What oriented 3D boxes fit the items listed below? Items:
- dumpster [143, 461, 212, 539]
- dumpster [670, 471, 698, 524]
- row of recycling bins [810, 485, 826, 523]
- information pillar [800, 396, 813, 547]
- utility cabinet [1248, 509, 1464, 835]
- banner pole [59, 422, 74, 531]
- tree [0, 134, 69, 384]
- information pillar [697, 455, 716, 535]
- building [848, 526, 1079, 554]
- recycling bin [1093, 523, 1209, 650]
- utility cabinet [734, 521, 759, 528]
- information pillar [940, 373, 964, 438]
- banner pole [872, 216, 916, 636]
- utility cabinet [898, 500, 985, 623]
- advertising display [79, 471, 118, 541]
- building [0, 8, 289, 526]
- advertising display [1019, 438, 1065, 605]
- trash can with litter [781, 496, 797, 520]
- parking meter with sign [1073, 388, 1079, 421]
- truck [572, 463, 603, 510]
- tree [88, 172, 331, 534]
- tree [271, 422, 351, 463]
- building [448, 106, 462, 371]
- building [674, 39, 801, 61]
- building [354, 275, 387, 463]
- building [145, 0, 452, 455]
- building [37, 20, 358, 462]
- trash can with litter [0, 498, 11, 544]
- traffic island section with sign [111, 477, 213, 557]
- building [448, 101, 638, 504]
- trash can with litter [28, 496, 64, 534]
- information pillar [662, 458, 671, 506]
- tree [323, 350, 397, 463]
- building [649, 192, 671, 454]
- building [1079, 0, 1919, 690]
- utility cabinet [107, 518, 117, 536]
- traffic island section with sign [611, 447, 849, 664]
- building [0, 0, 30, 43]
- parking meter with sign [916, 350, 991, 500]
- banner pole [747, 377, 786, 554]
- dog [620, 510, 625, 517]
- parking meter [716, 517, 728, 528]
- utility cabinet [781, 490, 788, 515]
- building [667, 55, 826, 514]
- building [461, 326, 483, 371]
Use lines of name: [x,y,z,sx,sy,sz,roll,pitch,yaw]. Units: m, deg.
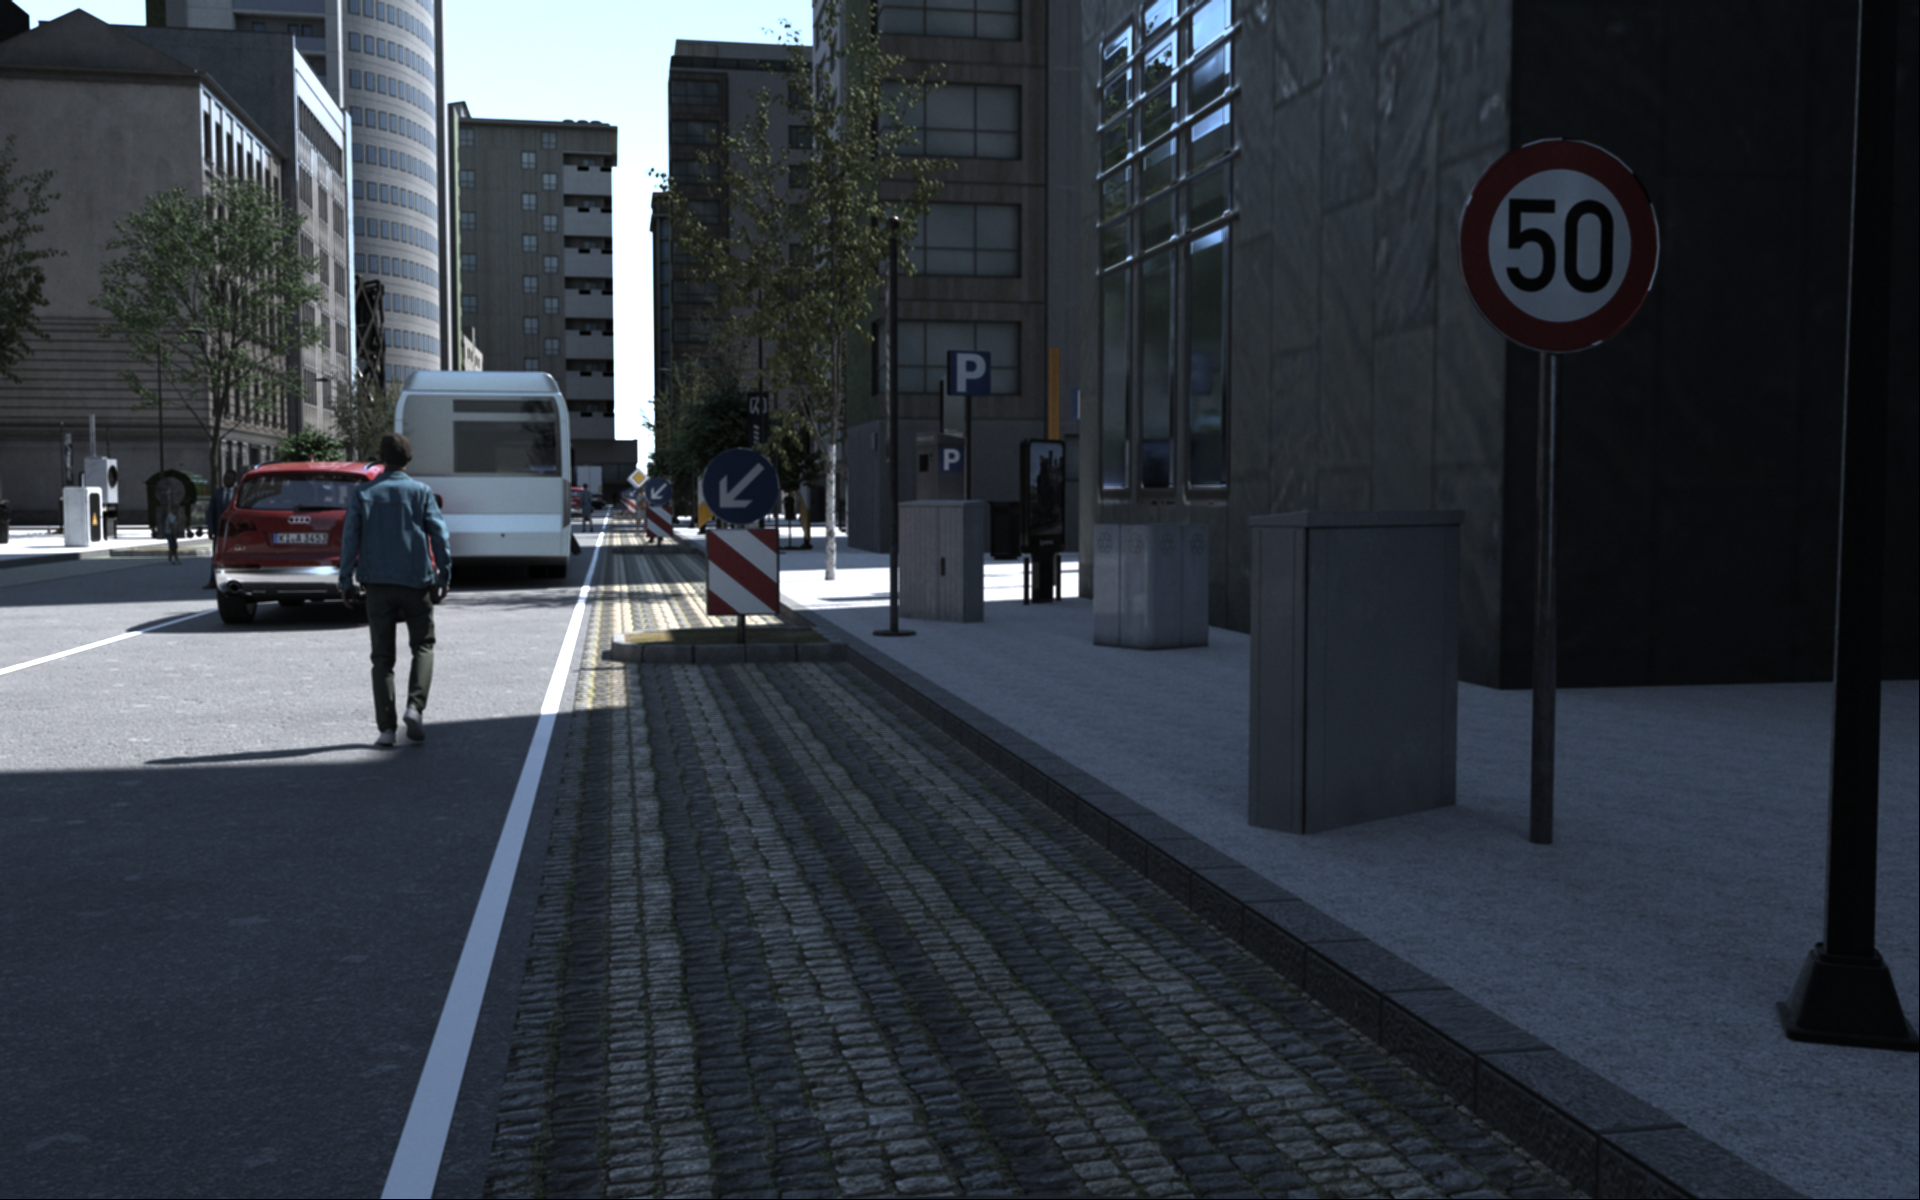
dumpster: [-22.919,-2.949,50.709,1.502,2.255,1.985,-1,4,-11]
dumpster: [-11.764,-4.393,74.317,1.502,2.255,1.985,-1,4,-11]
row of recycling bins: [-6.752,-4.404,79.117,1.069,1.692,3.534,0,4,2]
information pillar: [-3.738,-3.087,41.822,0.183,3.616,0.504,-2,4,-26]
utility cabinet: [1.582,0.260,6.914,1.020,1.237,0.306,-3,5,-41]
banner pole: [-31.022,-4.289,60.149,0.863,3.779,0.401,2,4,33]
tree: [-20.207,-5.191,35.243,4.737,8.622,4.395,0,3,0]
information pillar: [-8.095,-3.889,54.947,0.504,3.616,0.183,-1,4,-18]
building: [3.815,-22.045,44.029,14.154,41.232,14.086,-1,4,-11]
recycling bin: [1.616,-0.128,14.653,0.722,1.027,0.722,-3,4,-38]
utility cabinet: [-6.746,-2.810,54.626,0.318,1.500,1.173,-3,4,-36]
information pillar: [-0.124,-2.341,29.632,0.504,3.616,0.183,-3,5,-41]
banner pole: [-0.636,-1.584,15.919,0.401,3.779,0.863,-1,4,-9]
utility cabinet: [-0.204,-0.398,17.670,0.306,1.237,1.020,-3,5,-42]
advertising display: [-24.744,-2.724,49.753,0.974,1.923,0.123,-3,5,-42]
building: [-37.435,-14.078,79.327,9.793,20.994,18.267,-1,4,-11]
advertising display: [0.975,-0.929,20.409,0.123,1.923,0.974,2,4,29]
trash can with litter: [-8.450,-4.554,85.848,0.624,1.170,1.055,1,4,9]
parking meter with sign: [2.471,-2.011,29.138,0.543,3.016,1.738,2,4,25]
truck: [-35.132,-10.689,163.675,2.839,4.237,11.283,-1,4,-13]
tree: [-24.004,-7.951,55.758,9.928,11.665,9.643,0,3,0]
tree: [-29.469,-5.806,78.635,4.285,4.588,4.351,0,3,0]
building: [-58.513,-30.116,175.998,14.154,41.232,14.086,-1,4,-11]
building: [-19.328,-29.189,160.827,14.154,41.232,14.086,-1,4,-11]
building: [-47.722,-15.245,116.700,16.820,18.784,16.811,-1,4,-11]
building: [-57.425,-37.399,153.468,21.231,58.520,28.212,-1,4,-11]
building: [-41.892,-17.110,97.763,12.078,24.808,19.932,-1,4,-11]
trash can with litter: [-24.944,-2.026,44.509,1.055,1.170,0.624,1,4,20]
traffic island section with sign: [-18.404,-1.931,40.208,1.989,1.847,2.006,-1,4,-11]
building: [-59.329,-39.923,241.975,27.495,52.752,28.713,-1,4,-11]
trash can with litter: [-28.758,-2.723,55.576,1.678,1.210,2.233,-3,5,-44]
information pillar: [-16.511,-6.489,97.448,0.504,3.616,0.183,1,4,10]
tree: [-30.547,-8.444,88.425,4.360,8.622,3.978,0,3,0]
building: [-30.511,-36.060,244.209,28.867,44.769,22.147,-1,4,-11]
building: [15.457,-42.405,5.989,22.319,86.520,31.000,-1,4,-11]
utility cabinet: [-26.164,-2.670,52.327,1.173,1.500,0.318,-1,4,-19]
traffic island section with sign: [-2.113,-0.419,15.472,1.989,1.847,2.006,-1,4,-11]
building: [-49.527,-14.891,73.153,15.834,23.373,12.332,-1,4,-11]
parking meter with sign: [-0.223,-1.566,21.871,0.543,3.016,1.738,-2,4,-24]
banner pole: [-4.175,-2.889,37.257,0.863,3.779,0.401,0,4,8]
dog: [-19.669,-4.991,100.887,0.540,0.507,0.406,1,4,15]
parking meter: [-7.769,-2.938,56.446,0.372,1.533,0.369,0,3,0]
utility cabinet: [-10.597,-5.913,105.358,0.318,1.500,1.173,0,4,5]
building: [-12.938,-21.250,119.146,14.160,30.474,14.107,-1,4,-11]
building: [-70.405,-21.583,197.926,28.899,21.520,27.650,-1,4,-11]
